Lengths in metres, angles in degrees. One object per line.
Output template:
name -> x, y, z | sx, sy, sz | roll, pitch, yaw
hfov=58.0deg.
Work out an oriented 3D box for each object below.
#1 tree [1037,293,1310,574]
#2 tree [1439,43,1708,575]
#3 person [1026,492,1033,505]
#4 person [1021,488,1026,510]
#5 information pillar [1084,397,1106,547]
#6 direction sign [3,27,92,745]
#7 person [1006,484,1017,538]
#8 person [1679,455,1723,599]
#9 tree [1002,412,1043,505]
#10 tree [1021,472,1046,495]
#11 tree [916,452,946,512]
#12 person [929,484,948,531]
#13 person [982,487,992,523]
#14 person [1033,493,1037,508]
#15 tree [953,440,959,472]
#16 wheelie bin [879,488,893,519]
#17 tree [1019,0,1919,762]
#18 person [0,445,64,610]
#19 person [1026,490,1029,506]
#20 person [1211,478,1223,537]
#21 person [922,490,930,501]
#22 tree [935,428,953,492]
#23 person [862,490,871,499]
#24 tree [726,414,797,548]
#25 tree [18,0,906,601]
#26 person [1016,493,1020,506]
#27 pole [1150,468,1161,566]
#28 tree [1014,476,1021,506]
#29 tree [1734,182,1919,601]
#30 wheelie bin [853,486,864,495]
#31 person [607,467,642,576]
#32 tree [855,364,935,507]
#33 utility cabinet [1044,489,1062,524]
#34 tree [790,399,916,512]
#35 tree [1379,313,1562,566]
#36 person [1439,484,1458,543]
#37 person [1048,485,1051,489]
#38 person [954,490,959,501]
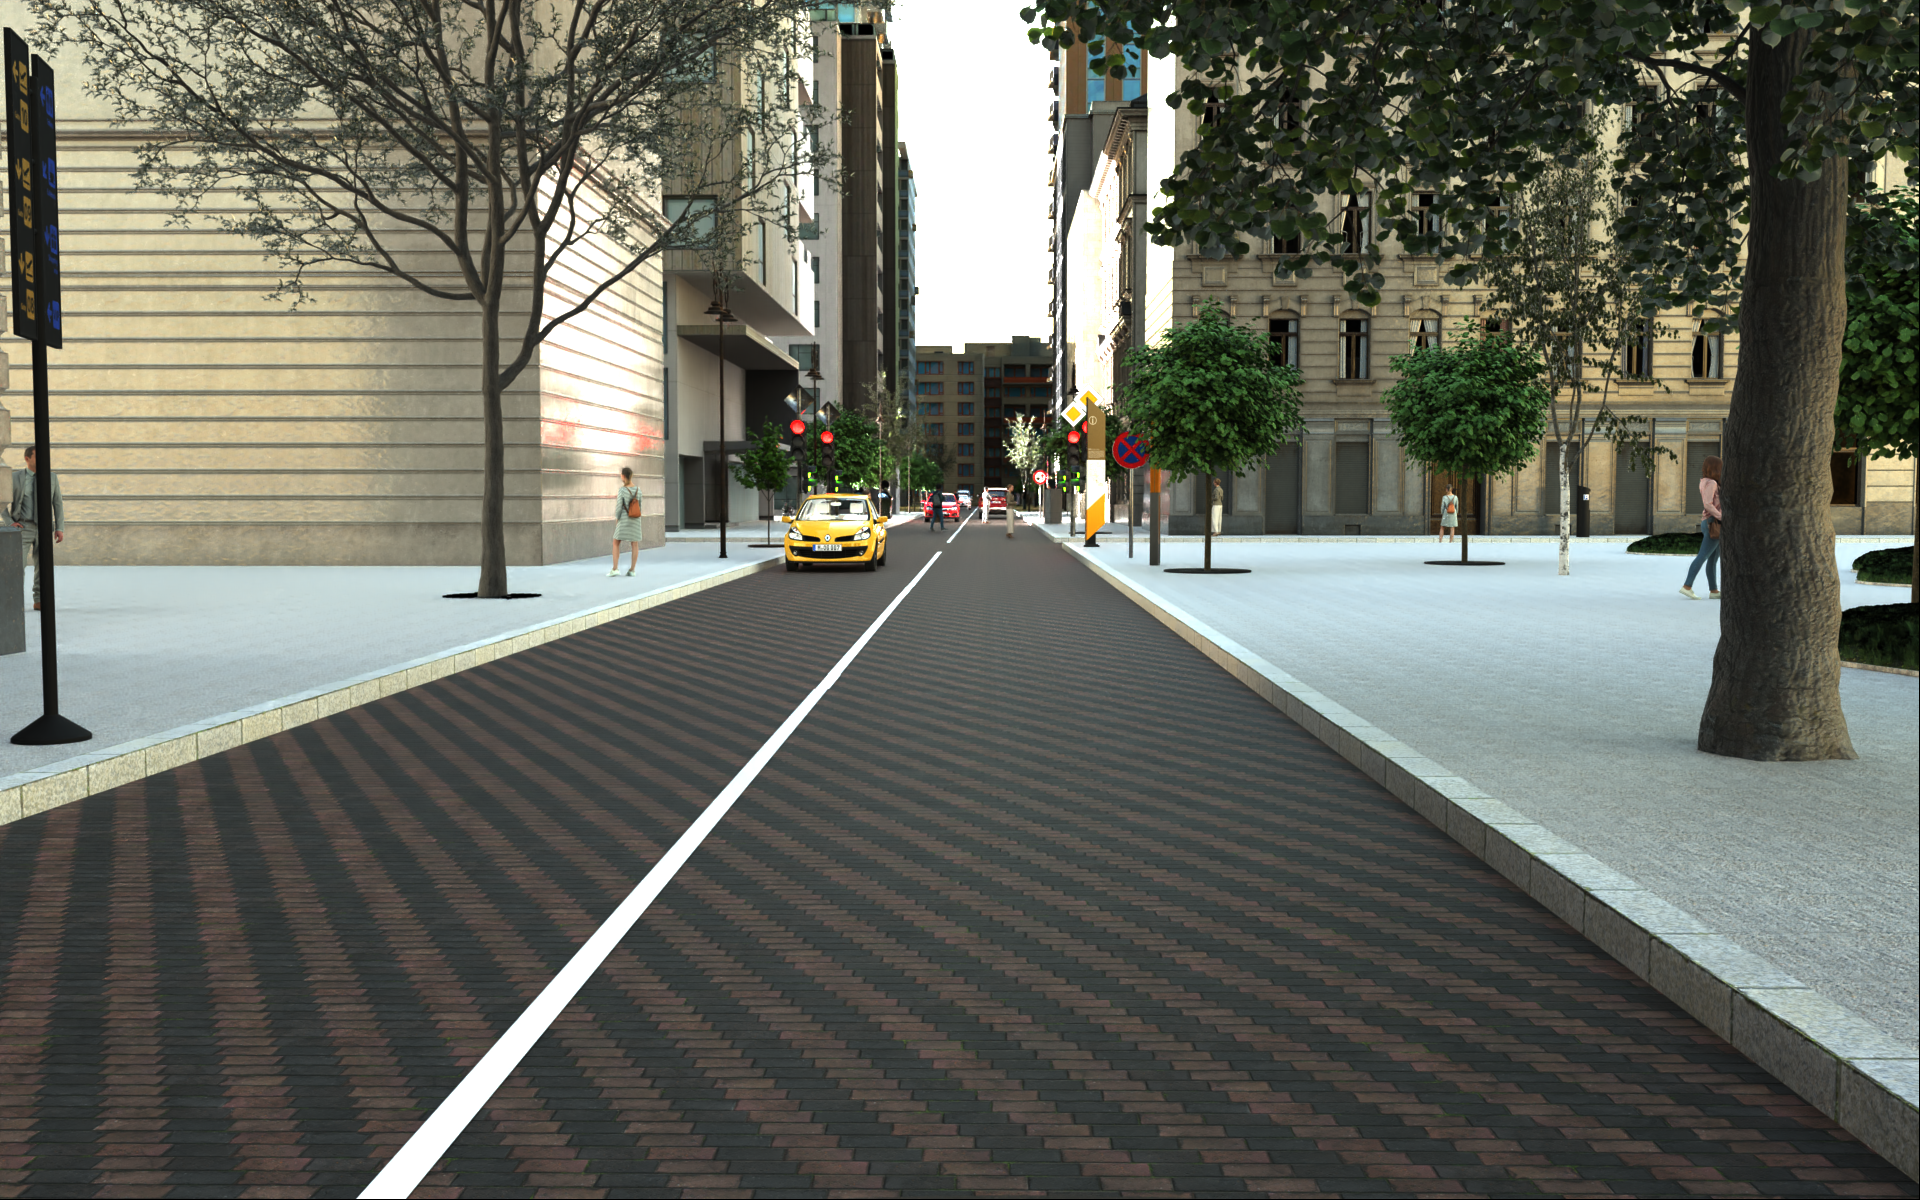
tree -> 4.000, -2.736, 28.453 | 4.285, 4.588, 4.351 | 0, 3, 0
tree -> 9.518, -4.685, 26.963 | 4.360, 8.622, 3.978 | 0, 3, 0
person -> 8.306, -12.069, 203.368 | 1.348, 1.824, 0.705 | 1, 4, 13
person -> 5.274, -8.360, 142.744 | 0.705, 1.822, 1.348 | 1, 4, 17
information pillar -> 3.272, -3.095, 41.958 | 0.504, 3.616, 0.183 | -1, 4, -18
direction sign -> -4.732, -1.035, 8.917 | 0.379, 3.537, 0.876 | -1, 4, -15
person -> 1.678, -2.921, 56.811 | 0.362, 1.759, 0.519 | 0, 3, 0
person -> 9.120, -0.888, 21.151 | 0.643, 1.750, 0.593 | 1, 4, 13
tree -> 5.760, -12.462, 154.109 | 4.360, 8.622, 3.978 | 0, 3, 0
tree -> 5.997, -8.256, 129.592 | 1.663, 3.219, 1.824 | 0, 3, 0
tree -> -3.346, -8.634, 124.872 | 4.285, 4.588, 4.351 | 0, 3, 0
person -> -0.856, -3.527, 66.148 | 0.713, 1.824, 0.794 | -2, 4, -26
person -> 1.348, -4.645, 84.633 | 0.466, 1.800, 0.511 | -3, 5, -40
person -> 7.067, -9.649, 164.521 | 0.721, 1.735, 1.217 | 0, 4, -6
tree -> -2.222, -14.241, 183.200 | 4.360, 8.622, 3.978 | 0, 3, 0
wheelie bin -> -3.777, -4.915, 88.265 | 0.693, 1.594, 0.980 | 0, 4, 5
tree -> 4.147, -6.214, 8.261 | 9.857, 13.997, 8.962 | 0, 3, 0
person -> -10.170, -0.785, 18.981 | 0.391, 1.810, 0.635 | 3, 5, 42
person -> 7.348, -11.096, 188.193 | 0.721, 1.736, 1.217 | 0, 4, -5
person -> 7.738, -2.800, 52.377 | 0.362, 1.759, 0.519 | 2, 4, 31
person -> -3.324, -10.133, 172.423 | 1.217, 1.736, 0.721 | 0, 4, -2
tree -> -3.856, -13.164, 165.589 | 4.360, 8.622, 3.978 | 0, 3, 0
person -> -2.024, -1.543, 36.319 | 0.503, 1.515, 0.523 | 2, 4, 24
tree -> -4.630, -2.899, 42.004 | 1.663, 3.219, 1.824 | 0, 3, 0
tree -> -5.682, -6.776, 21.159 | 12.009, 13.543, 11.850 | 0, 3, 0
person -> 6.424, -11.343, 192.168 | 0.551, 1.740, 0.621 | 2, 4, 34
pole -> 3.508, -2.277, 31.072 | 0.158, 3.312, 0.155 | 0, 3, 0
tree -> 6.419, -11.651, 185.099 | 1.663, 3.219, 1.824 | 0, 3, 0
tree -> 9.465, -2.028, 16.872 | 4.285, 4.588, 4.351 | 0, 3, 0
wheelie bin -> -4.109, -3.901, 71.697 | 0.693, 1.594, 0.980 | -1, 4, -9
person -> -5.177, -1.222, 27.019 | 0.522, 1.701, 0.512 | 3, 5, 41
tree -> -3.794, -9.030, 98.006 | 4.360, 8.622, 3.978 | 0, 3, 0
utility cabinet -> 3.987, -4.010, 74.237 | 0.318, 1.500, 1.173 | 2, 4, 27
tree -> -4.208, -4.681, 60.243 | 4.285, 4.588, 4.351 | 0, 3, 0
tree -> 9.330, -2.934, 31.684 | 4.285, 4.588, 4.351 | 0, 3, 0
person -> 13.188, -2.276, 46.710 | 0.512, 1.701, 0.522 | 0, 4, -4
person -> 5.156, -5.692, 99.196 | 0.778, 1.811, 0.616 | -2, 4, -26
person -> -0.431, -8.655, 150.543 | 0.617, 1.759, 0.750 | 1, 4, 18
